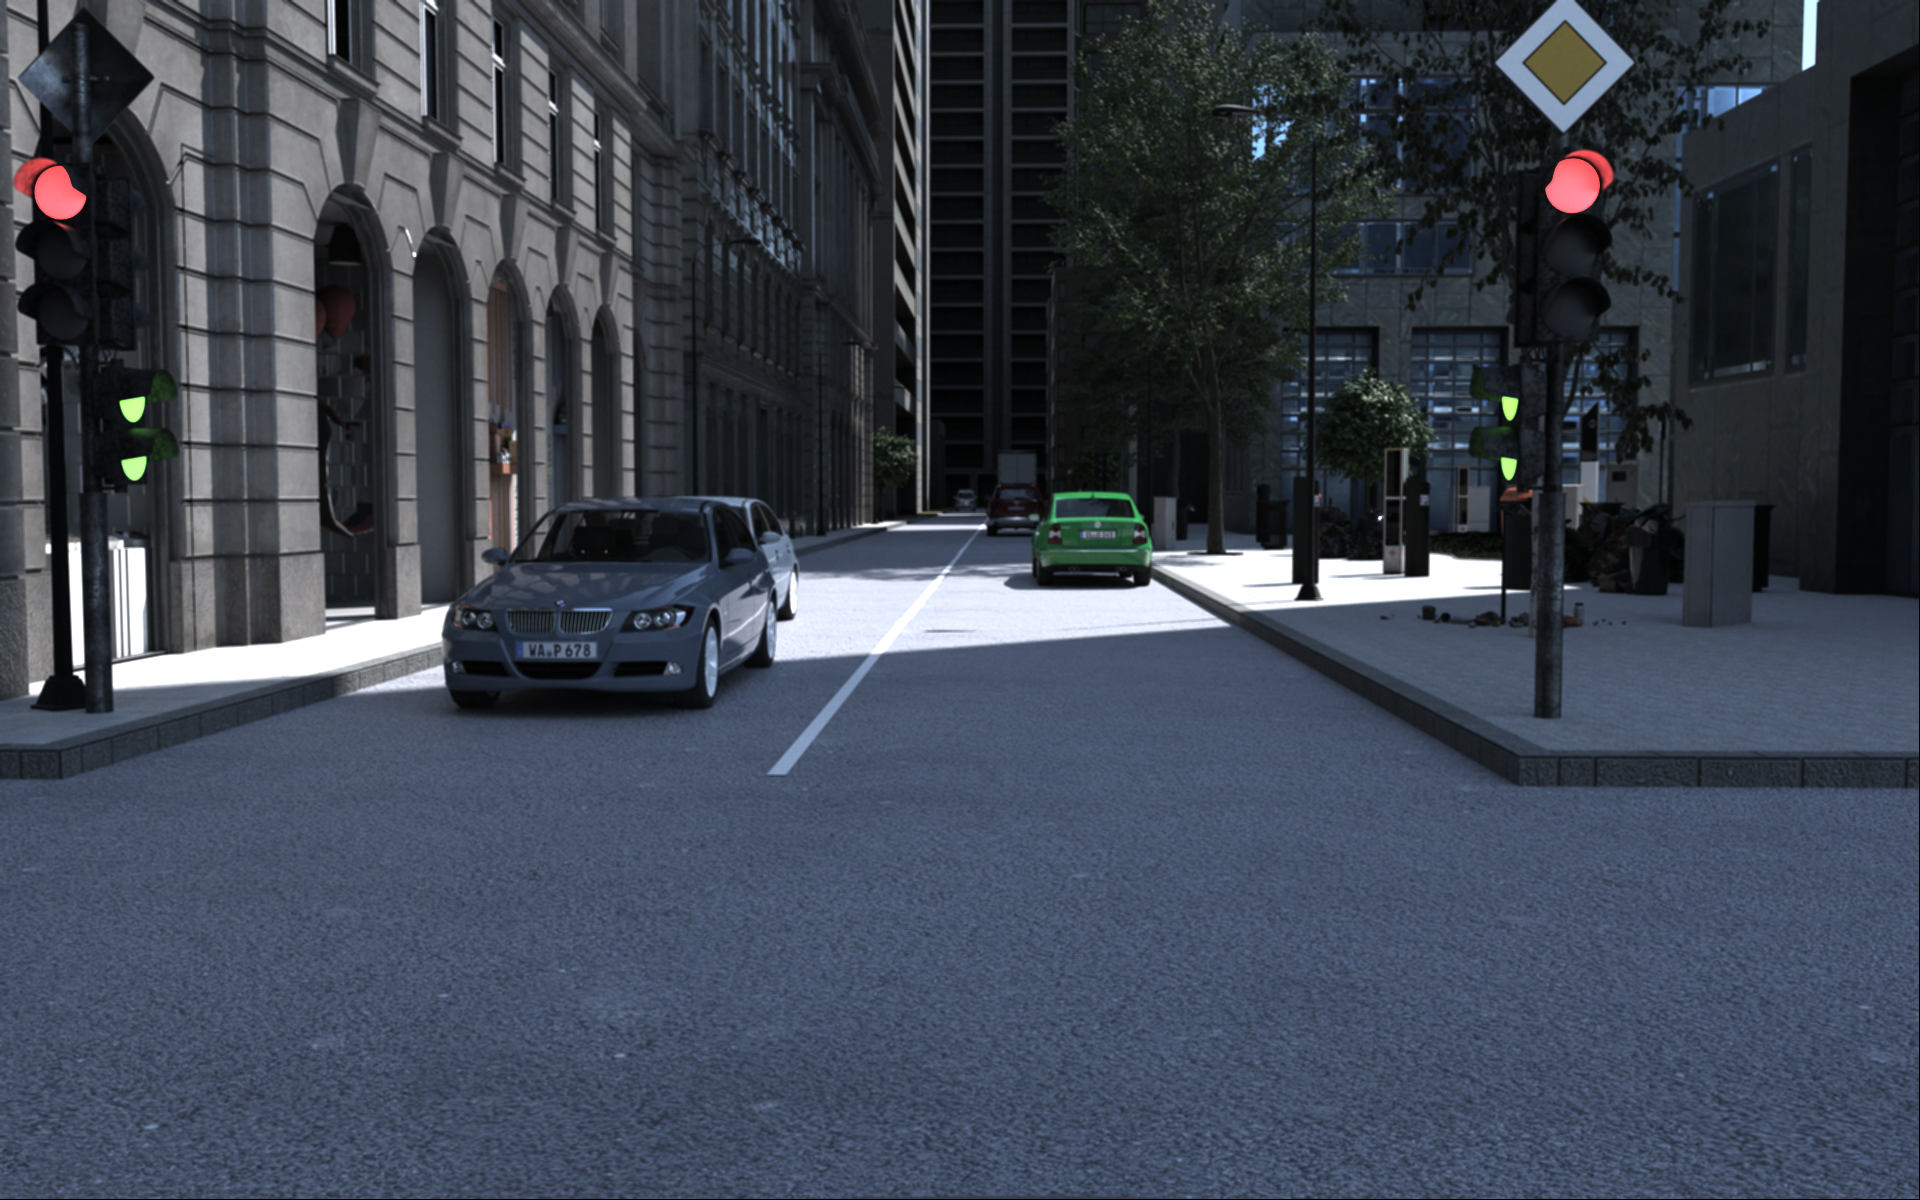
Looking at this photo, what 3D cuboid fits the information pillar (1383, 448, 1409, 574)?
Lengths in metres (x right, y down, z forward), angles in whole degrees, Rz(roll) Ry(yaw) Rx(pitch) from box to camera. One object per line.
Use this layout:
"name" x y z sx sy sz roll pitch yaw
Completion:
"information pillar" 6.984 -1.422 27.749 0.304 2.012 0.304 2 4 33

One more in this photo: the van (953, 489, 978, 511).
"van" 0.476 -8.434 144.902 2.013 2.044 4.112 0 4 1

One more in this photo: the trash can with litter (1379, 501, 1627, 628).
"trash can with litter" 5.333 -0.380 17.270 2.233 1.210 1.678 3 5 39

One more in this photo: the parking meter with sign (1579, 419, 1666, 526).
"parking meter with sign" 14.709 -2.585 38.534 1.738 3.016 0.543 1 4 17

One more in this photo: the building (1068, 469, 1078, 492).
"building" 23.794 -26.139 119.258 32.217 40.220 23.993 0 4 2

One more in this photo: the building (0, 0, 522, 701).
"building" -11.489 -10.986 21.421 13.314 21.916 24.055 0 4 2

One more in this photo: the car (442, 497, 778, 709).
"car" -2.465 -0.068 13.114 2.014 1.417 4.499 0 4 2

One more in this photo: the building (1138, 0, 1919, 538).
"building" 18.662 -46.138 67.024 22.319 86.520 31.000 0 4 2

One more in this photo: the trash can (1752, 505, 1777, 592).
"trash can" 10.347 -0.685 22.855 0.748 1.137 0.748 0 3 0

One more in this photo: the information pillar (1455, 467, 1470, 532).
"information pillar" 13.630 -2.601 47.024 0.304 2.012 0.304 0 4 5

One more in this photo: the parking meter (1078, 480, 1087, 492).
"parking meter" 5.235 -4.162 73.758 0.255 1.863 0.399 -2 4 -26

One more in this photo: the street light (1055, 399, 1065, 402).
"street light" 5.353 -6.876 84.971 1.470 5.913 1.316 0 4 2

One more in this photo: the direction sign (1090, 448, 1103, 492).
"direction sign" 6.626 -5.640 84.214 0.379 3.537 0.876 -3 5 -41

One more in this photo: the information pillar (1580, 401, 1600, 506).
"information pillar" 16.015 -3.221 44.023 0.183 3.616 0.504 -2 4 -33

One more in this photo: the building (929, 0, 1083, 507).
"building" 6.812 -45.236 177.862 20.611 71.187 20.563 0 4 2

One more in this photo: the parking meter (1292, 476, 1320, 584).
"parking meter" 4.965 -1.006 24.854 0.372 1.533 0.369 0 3 0

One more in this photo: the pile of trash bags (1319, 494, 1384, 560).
"pile of trash bags" 7.902 -1.558 35.219 1.912 1.369 3.447 -2 4 -24

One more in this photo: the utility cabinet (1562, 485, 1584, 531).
"utility cabinet" 14.150 -1.976 40.984 0.318 1.500 1.173 -3 4 -36

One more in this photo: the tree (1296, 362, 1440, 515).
"tree" 10.155 -3.620 42.903 4.285 4.588 4.351 0 3 0

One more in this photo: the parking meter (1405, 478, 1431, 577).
"parking meter" 7.132 -1.137 26.995 0.372 1.533 0.369 0 3 0

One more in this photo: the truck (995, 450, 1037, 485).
"truck" 3.762 -7.761 115.804 2.839 4.237 11.283 0 4 1

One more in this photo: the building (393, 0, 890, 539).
"building" -10.035 -13.612 64.356 13.314 21.916 24.055 0 4 2

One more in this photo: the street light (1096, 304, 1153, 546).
"street light" 4.116 -4.279 42.509 1.470 5.913 1.316 0 4 2

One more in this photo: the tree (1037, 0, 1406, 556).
"tree" 5.236 -6.760 36.277 9.928 11.665 9.643 0 3 0

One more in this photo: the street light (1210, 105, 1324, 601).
"street light" 3.693 -2.954 20.844 1.470 5.913 1.316 0 4 2

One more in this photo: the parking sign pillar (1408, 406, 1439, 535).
"parking sign pillar" 13.810 -3.915 52.486 1.447 3.967 1.447 1 4 22

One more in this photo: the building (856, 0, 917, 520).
"building" -13.624 -28.877 95.834 21.300 48.544 21.600 0 4 2

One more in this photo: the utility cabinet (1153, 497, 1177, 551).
"utility cabinet" 4.715 -1.750 39.777 0.306 1.237 1.020 1 4 21

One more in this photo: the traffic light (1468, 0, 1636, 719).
"traffic light" 3.363 -1.280 9.850 0.839 4.253 0.868 0 4 2

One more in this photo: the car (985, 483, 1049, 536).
"car" 1.983 -3.168 60.473 2.281 1.827 5.304 0 4 2

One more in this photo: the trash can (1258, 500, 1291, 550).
"trash can" 7.267 -1.737 40.051 0.748 1.137 0.748 0 3 0

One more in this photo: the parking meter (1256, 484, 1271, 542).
"parking meter" 8.065 -2.300 46.013 0.372 1.533 0.369 0 3 0

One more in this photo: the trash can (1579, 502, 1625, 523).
"trash can" 10.886 -1.087 29.419 0.748 1.137 0.748 0 3 0

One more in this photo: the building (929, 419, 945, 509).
"building" -17.195 -51.144 148.873 31.000 86.520 22.319 0 4 2

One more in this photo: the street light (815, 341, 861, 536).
"street light" -3.706 -4.909 52.805 1.470 5.913 1.316 0 4 2

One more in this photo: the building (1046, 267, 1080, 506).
"building" 21.417 -18.426 146.310 27.650 21.520 28.899 0 4 2

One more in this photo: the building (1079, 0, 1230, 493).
"building" 13.912 -20.129 100.811 14.160 30.474 14.107 0 4 2

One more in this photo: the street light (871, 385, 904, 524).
"street light" -3.097 -6.211 74.093 1.470 5.913 1.316 0 4 2

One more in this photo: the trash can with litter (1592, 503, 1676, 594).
"trash can with litter" 8.629 -0.665 22.258 0.624 1.170 1.055 -2 4 -32

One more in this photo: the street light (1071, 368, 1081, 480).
"street light" 4.786 -5.578 63.738 1.470 5.913 1.316 0 4 2

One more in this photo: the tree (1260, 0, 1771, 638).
"tree" 4.985 -3.956 15.044 4.360 8.622 3.978 0 3 0

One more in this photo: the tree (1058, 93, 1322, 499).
"tree" 6.570 -8.048 49.712 7.486 12.596 7.792 0 3 0

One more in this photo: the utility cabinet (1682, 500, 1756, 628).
"utility cabinet" 7.456 -0.359 17.029 1.020 1.237 0.306 -3 5 -45

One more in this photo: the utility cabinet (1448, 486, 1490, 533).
"utility cabinet" 14.882 -2.567 50.656 1.173 1.500 0.318 -1 4 -15

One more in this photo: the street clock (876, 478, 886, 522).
"street clock" -3.576 -4.505 78.228 0.471 2.002 0.358 1 4 12

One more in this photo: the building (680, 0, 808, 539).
"building" -9.594 -11.871 43.241 9.793 20.994 18.267 0 4 2

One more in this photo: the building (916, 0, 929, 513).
"building" -13.272 -35.376 120.389 21.231 58.520 28.212 0 4 2

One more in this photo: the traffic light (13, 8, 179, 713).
"traffic light" -5.046 -1.294 10.070 0.839 4.253 0.868 0 4 2

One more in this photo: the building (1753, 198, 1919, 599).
"building" 26.640 -43.152 18.200 31.000 86.520 22.319 0 4 2

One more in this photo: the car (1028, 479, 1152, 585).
"car" 2.111 -1.207 28.526 1.959 1.807 4.718 0 4 0

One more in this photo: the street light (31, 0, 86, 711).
"street light" -4.837 -2.303 10.201 1.470 5.913 1.316 0 4 2

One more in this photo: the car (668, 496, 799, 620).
"car" -2.829 -0.400 18.550 2.014 1.417 4.499 0 4 3

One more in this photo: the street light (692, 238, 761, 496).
"street light" -4.299 -3.611 31.574 1.470 5.913 1.316 0 4 2

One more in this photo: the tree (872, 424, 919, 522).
"tree" -3.585 -5.979 81.470 4.285 4.588 4.351 0 3 0

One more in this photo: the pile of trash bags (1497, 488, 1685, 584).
"pile of trash bags" 8.985 -0.928 24.918 3.447 1.369 1.912 -2 4 -34

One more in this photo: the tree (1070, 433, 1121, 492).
"tree" 7.389 -6.652 92.476 4.285 4.588 4.351 0 3 0

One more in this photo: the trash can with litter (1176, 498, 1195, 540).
"trash can with litter" 6.009 -2.239 47.996 0.624 1.170 1.055 2 4 34

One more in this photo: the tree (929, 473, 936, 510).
"tree" -2.638 -8.781 138.178 1.663 3.219 1.824 0 3 0
